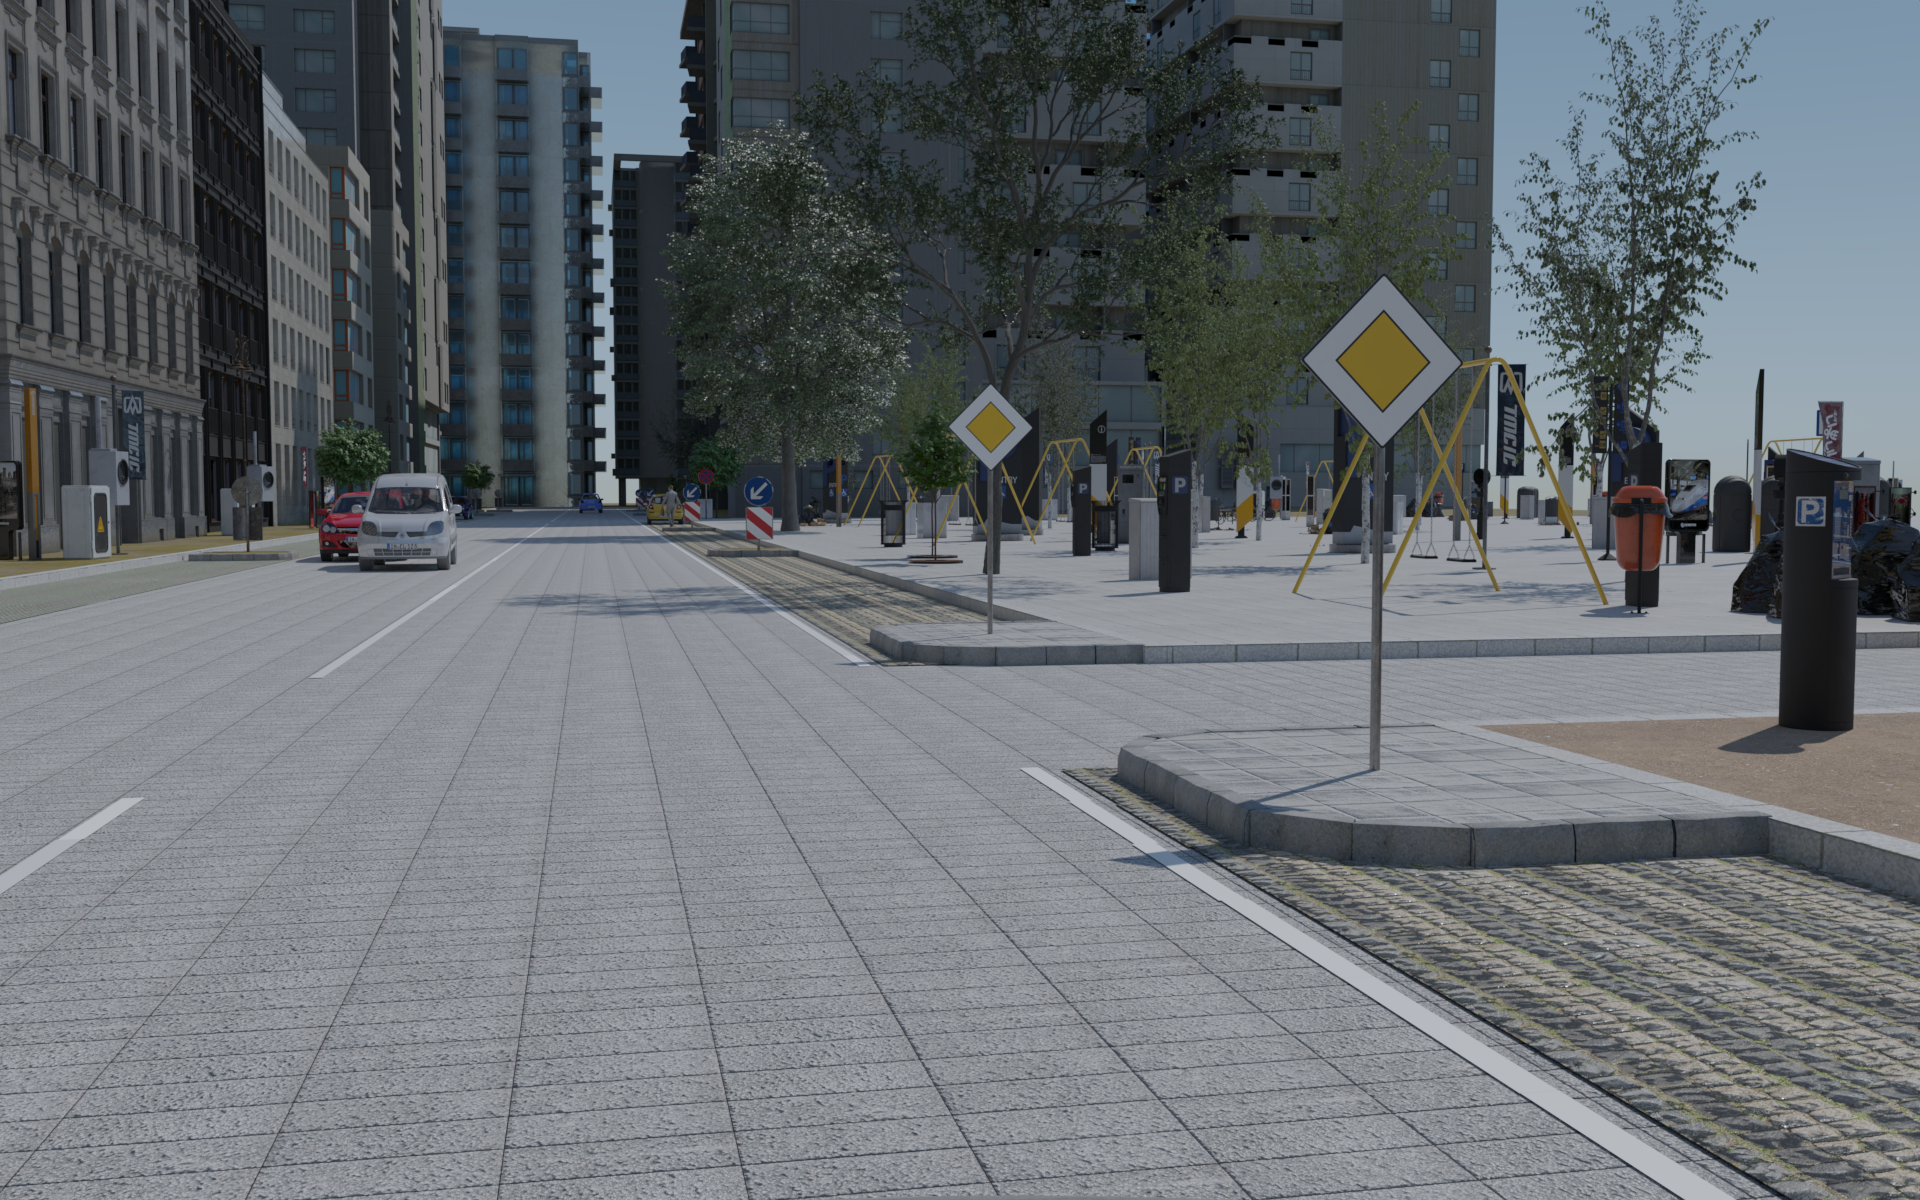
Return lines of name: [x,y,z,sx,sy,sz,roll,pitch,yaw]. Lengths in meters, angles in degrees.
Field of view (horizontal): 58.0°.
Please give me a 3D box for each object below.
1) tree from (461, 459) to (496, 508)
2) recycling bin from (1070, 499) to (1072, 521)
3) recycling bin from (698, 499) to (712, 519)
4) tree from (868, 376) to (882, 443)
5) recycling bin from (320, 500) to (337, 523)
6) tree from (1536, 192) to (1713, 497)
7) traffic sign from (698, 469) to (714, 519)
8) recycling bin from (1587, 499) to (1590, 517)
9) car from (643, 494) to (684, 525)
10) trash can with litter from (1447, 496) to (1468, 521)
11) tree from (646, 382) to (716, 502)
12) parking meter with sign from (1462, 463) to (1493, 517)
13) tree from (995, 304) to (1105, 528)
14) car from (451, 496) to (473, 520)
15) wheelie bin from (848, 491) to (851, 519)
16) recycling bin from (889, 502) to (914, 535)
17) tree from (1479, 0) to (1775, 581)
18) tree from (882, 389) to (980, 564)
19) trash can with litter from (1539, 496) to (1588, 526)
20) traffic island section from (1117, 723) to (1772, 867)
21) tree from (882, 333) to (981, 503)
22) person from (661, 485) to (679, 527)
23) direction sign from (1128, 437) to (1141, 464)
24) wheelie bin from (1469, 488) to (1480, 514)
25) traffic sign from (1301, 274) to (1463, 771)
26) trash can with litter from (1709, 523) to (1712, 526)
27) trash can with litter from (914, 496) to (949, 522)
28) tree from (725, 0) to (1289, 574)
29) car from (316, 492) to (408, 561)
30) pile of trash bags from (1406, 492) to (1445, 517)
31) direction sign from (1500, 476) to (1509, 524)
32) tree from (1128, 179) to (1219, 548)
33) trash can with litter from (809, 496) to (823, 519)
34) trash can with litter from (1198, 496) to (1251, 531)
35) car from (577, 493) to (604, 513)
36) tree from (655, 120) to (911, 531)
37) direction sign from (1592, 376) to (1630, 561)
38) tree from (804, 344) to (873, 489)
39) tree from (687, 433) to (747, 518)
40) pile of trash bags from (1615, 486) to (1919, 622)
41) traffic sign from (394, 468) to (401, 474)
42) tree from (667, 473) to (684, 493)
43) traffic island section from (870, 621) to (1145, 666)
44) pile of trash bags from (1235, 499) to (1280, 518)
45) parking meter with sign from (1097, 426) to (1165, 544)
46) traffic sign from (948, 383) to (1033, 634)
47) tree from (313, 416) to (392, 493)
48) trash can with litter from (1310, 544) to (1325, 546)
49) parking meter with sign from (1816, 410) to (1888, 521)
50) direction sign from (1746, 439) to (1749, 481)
tree: [-45.220,-10.929,162.401,4.285,4.588,4.351,0,3,0]
recycling bin: [5.617,-4.254,82.113,0.722,1.027,0.722,1,4,19]
recycling bin: [-12.995,-4.629,88.238,0.722,1.027,0.722,-1,4,-10]
tree: [-2.682,-8.346,86.814,4.737,8.622,4.395,0,3,0]
recycling bin: [-27.345,-3.836,75.272,0.722,1.027,0.722,-2,4,-35]
tree: [16.241,-5.685,43.313,4.737,8.622,4.395,0,3,0]
traffic sign: [-12.810,-5.338,87.385,0.768,2.556,0.104,0,4,-6]
recycling bin: [35.831,-5.211,97.746,0.722,1.027,0.722,1,4,14]
car: [-14.050,-4.417,82.445,2.015,1.641,3.980,-1,4,-10]
trash can with litter: [23.728,-4.360,82.668,0.624,1.170,1.055,-3,4,-36]
tree: [-17.954,-9.891,112.072,4.360,8.622,3.978,0,3,0]
parking meter with sign: [29.153,-6.200,97.632,1.738,3.016,0.543,0,4,2]
tree: [3.244,-6.959,64.146,4.360,8.622,3.978,0,3,0]
car: [-28.217,-5.146,96.722,1.945,1.354,3.894,-1,4,-11]
wheelie bin: [-5.294,-4.275,77.810,0.980,1.594,0.693,2,4,32]
recycling bin: [-1.845,-2.539,54.066,0.722,1.027,0.722,2,4,32]
tree: [9.892,-4.596,25.503,4.360,8.622,3.978,0,3,0]
tree: [-0.569,-2.290,32.044,1.663,3.219,1.824,0,3,0]
trash can with litter: [24.702,-3.669,71.049,2.233,1.210,1.678,0,4,6]
traffic island section: [1.948,0.869,8.076,2.009,0.180,2.903,-1,4,-12]
tree: [-0.992,-7.663,75.660,4.737,8.622,4.395,0,3,0]
person: [-12.442,-4.020,74.352,0.709,1.813,0.853,-3,5,-39]
direction sign: [6.937,-4.701,68.859,0.379,3.537,0.876,3,4,38]
wheelie bin: [27.767,-5.218,93.228,0.693,1.594,0.980,0,4,3]
traffic sign: [1.927,-0.266,7.994,0.795,2.450,0.064,-1,4,-12]
trash can with litter: [30.098,-3.541,68.955,1.678,1.210,2.233,-1,4,-19]
trash can with litter: [-1.596,-4.197,79.674,2.233,1.210,1.678,2,4,31]
tree: [0.524,-5.669,27.098,8.767,10.594,7.601,0,4,-7]
car: [-13.048,-1.793,38.358,2.155,1.783,4.494,-1,4,-13]
pile of trash bags: [26.138,-5.309,96.555,1.912,1.369,3.447,3,4,37]
direction sign: [23.289,-5.013,73.958,0.876,3.537,0.379,-1,4,-13]
tree: [5.646,-5.517,40.558,4.737,8.622,4.395,0,3,0]
trash can with litter: [-7.292,-4.807,89.982,1.055,1.170,0.624,1,4,16]
trash can with litter: [9.284,-3.055,61.014,2.233,1.210,1.678,-1,4,-12]
car: [-27.762,-7.377,130.199,1.945,1.707,3.694,-1,4,-13]
tree: [-5.848,-9.354,59.593,9.857,13.997,8.962,0,3,0]
direction sign: [12.533,-2.533,33.411,0.876,3.537,0.379,-2,4,-24]
tree: [-6.173,-7.970,80.669,4.360,8.622,3.978,0,3,0]
tree: [-12.873,-6.595,91.548,4.285,4.588,4.351,0,3,0]
pile of trash bags: [8.716,-0.528,18.391,3.447,1.369,1.912,1,4,17]
traffic sign: [-28.028,-5.284,86.402,0.884,2.594,0.081,0,4,-7]
tree: [-24.538,-9.341,147.321,1.663,3.219,1.824,0,3,0]
traffic island section: [0.294,0.391,15.888,2.009,0.180,2.903,-1,4,-12]
pile of trash bags: [16.126,-5.043,92.213,1.912,1.369,3.447,-1,4,-20]
parking meter with sign: [4.419,-2.969,44.802,1.738,3.016,0.543,1,4,9]
traffic sign: [0.273,-0.744,15.806,0.795,2.450,0.064,-1,4,-12]
tree: [-25.485,-5.431,72.511,4.285,4.588,4.351,0,3,0]
trash can with litter: [9.578,-1.894,42.032,1.678,1.210,2.233,0,4,-8]
parking meter with sign: [18.629,-2.420,35.823,1.738,3.016,0.543,-1,4,-11]
direction sign: [32.588,-4.876,71.724,0.379,3.537,0.876,2,4,26]
